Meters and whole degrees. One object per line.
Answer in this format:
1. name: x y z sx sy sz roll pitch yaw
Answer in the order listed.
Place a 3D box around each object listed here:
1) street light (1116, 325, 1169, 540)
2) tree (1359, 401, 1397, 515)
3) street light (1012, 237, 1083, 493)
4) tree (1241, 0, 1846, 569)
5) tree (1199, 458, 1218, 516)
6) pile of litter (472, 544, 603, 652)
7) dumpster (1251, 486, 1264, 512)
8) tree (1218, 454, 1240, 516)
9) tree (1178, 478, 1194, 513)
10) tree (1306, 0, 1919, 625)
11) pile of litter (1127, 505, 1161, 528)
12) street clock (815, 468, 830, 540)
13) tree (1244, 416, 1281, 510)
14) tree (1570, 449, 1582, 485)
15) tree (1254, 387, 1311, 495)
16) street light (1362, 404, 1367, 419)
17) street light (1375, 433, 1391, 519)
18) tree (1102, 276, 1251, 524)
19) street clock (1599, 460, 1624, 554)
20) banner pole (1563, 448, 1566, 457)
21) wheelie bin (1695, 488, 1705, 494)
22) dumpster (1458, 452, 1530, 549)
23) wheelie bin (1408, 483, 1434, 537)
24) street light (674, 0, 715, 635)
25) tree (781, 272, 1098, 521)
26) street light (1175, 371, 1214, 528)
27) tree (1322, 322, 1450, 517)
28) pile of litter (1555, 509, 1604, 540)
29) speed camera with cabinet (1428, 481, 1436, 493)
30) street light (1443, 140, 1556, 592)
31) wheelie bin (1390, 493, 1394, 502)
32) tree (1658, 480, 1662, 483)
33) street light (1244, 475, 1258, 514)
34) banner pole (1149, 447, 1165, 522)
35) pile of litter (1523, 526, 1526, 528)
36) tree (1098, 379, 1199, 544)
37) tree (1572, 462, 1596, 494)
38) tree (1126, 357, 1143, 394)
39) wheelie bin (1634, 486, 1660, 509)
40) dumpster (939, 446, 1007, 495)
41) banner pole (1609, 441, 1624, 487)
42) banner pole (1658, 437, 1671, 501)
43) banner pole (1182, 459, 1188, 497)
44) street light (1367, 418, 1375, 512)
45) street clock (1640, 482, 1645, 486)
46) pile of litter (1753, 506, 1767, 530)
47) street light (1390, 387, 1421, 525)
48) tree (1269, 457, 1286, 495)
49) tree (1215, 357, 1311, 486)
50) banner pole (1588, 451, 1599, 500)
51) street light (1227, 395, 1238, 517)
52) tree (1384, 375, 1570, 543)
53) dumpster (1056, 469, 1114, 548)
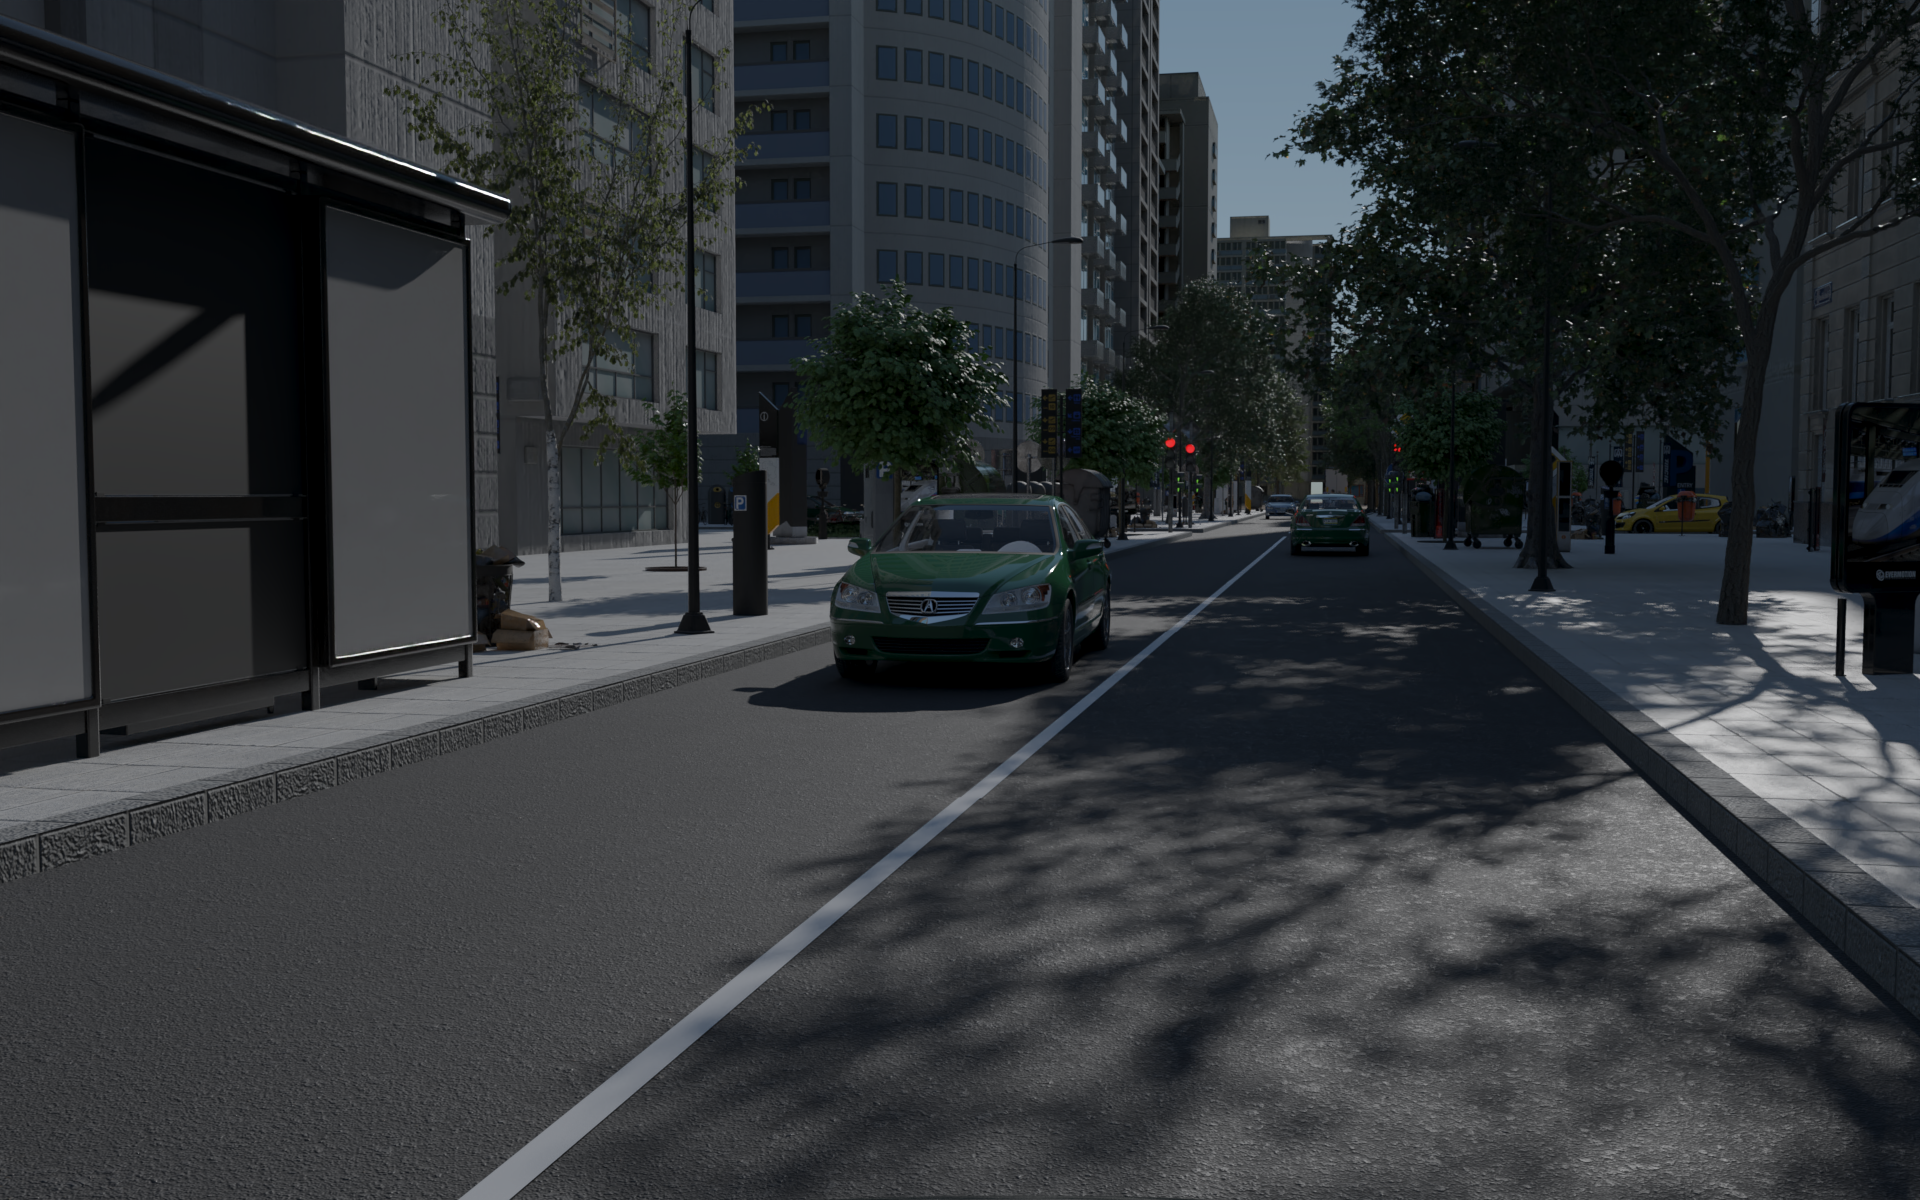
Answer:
1. street light: 5.058 -4.611 47.924 1.470 5.913 1.316 1 4 12
2. tree: 26.664 -9.620 107.644 4.360 8.622 3.978 0 3 0
3. street light: 1.535 -3.609 31.543 1.470 5.913 1.316 1 4 12
4. tree: 9.994 -6.887 29.608 9.611 12.733 9.660 0 3 0
5. tree: 5.104 -4.304 54.084 4.285 4.588 4.351 0 3 0
6. pile of litter: -3.926 -0.027 14.400 1.719 0.858 1.176 1 4 10
7. dumpster: 21.075 -7.231 123.987 1.264 1.857 1.865 1 4 12
8. tree: 14.702 -7.170 100.945 4.285 4.588 4.351 0 3 0
9. tree: 15.491 -7.617 119.134 1.663 3.219 1.824 0 3 0
10. tree: 7.506 -5.016 16.421 8.767 10.594 7.601 1 4 13
11. pile of litter: 6.964 -3.152 65.500 1.719 0.858 1.176 3 4 38
12. street clock: -3.877 -2.713 48.921 0.358 2.002 0.471 -2 4 -32
13. tree: 23.685 -11.506 138.492 4.737 8.622 4.395 0 3 0
14. tree: 34.159 -7.118 100.101 4.285 4.588 4.351 0 3 0
15. tree: 33.130 -16.171 182.519 7.486 12.596 7.792 0 3 0
16. street light: 21.444 -7.100 88.620 1.470 5.913 1.316 1 4 12
17. street light: 14.280 -5.098 55.900 1.470 5.913 1.316 1 4 12
18. tree: 9.270 -8.560 74.364 7.601 10.594 8.767 3 5 42
19. street clock: 13.923 -1.987 37.054 0.471 2.002 0.358 2 4 30
20. banner pole: 32.538 -6.325 93.438 0.401 3.779 0.863 2 4 26
21. wheelie bin: 38.187 -5.000 89.651 0.980 1.594 0.693 3 4 36
22. dumpster: 12.657 -2.363 41.126 1.502 2.255 1.985 1 4 12
23. wheelie bin: 13.729 -2.659 51.389 0.693 1.594 0.980 -1 4 -13
24. street light: -1.923 -2.638 15.670 1.470 5.913 1.316 1 4 12
25. tree: -0.906 -2.564 25.638 4.285 4.588 4.351 0 3 0
26. street light: 8.855 -5.676 65.337 1.470 5.913 1.316 1 4 12
27. tree: 24.365 -10.606 99.166 9.928 11.665 9.643 0 3 0
28. pile of litter: 17.765 -2.160 49.286 1.176 0.858 1.719 2 4 32
29. speed camera with cabinet: 20.296 -4.905 74.526 0.660 3.252 2.038 0 4 5
30. street light: 7.162 -3.075 22.824 1.470 5.913 1.316 1 4 12
31. wheelie bin: 27.688 -6.258 110.219 0.980 1.594 0.693 -3 5 -42
32. tree: 43.566 -6.759 105.114 1.663 3.219 1.824 0 3 0
33. street light: 15.752 -7.619 97.110 1.470 5.913 1.316 1 4 12
34. banner pole: 9.208 -5.533 80.483 0.863 3.779 0.401 2 4 26
35. pile of litter: 22.296 -3.187 66.078 1.719 0.858 1.176 2 4 30
36. tree: 3.294 -3.759 45.175 4.285 4.588 4.351 0 3 0
37. tree: 37.445 -6.739 104.776 1.663 3.219 1.824 0 3 0
38. tree: 12.726 -10.535 89.249 9.611 12.733 9.660 0 3 0
39. wheelie bin: 27.540 -3.757 69.342 0.980 1.594 0.693 0 4 -7
40. dumpster: 0.019 -1.966 34.635 1.502 2.255 1.985 1 4 12
41. banner pole: 30.132 -5.488 79.750 0.863 3.779 0.401 3 5 43
42. banner pole: 29.984 -5.125 73.808 0.863 3.779 0.401 -2 4 -26
43. banner pole: 14.265 -7.304 109.438 0.863 3.779 0.401 -1 4 -22
44. street light: 17.930 -6.130 72.759 1.470 5.913 1.316 1 4 12
45. street clock: 41.763 -6.202 105.978 0.358 2.002 0.471 0 4 7
46. pile of litter: 30.515 -3.132 65.174 1.176 0.858 1.719 1 4 13
47. street light: 10.792 -4.120 39.899 1.470 5.913 1.316 1 4 12
48. tree: 36.878 -15.369 201.642 4.360 8.622 3.978 0 3 0
49. tree: 27.082 -15.358 157.751 9.857 13.997 8.962 0 3 0
50. banner pole: 36.924 -6.785 100.951 0.401 3.779 0.863 -2 4 -33
51. street light: 12.351 -6.647 81.223 1.470 5.913 1.316 1 4 12
52. tree: 12.815 -3.801 45.867 4.285 4.588 4.351 0 3 0
53. dumpster: 2.834 -2.113 40.311 1.264 1.857 1.865 1 4 12
